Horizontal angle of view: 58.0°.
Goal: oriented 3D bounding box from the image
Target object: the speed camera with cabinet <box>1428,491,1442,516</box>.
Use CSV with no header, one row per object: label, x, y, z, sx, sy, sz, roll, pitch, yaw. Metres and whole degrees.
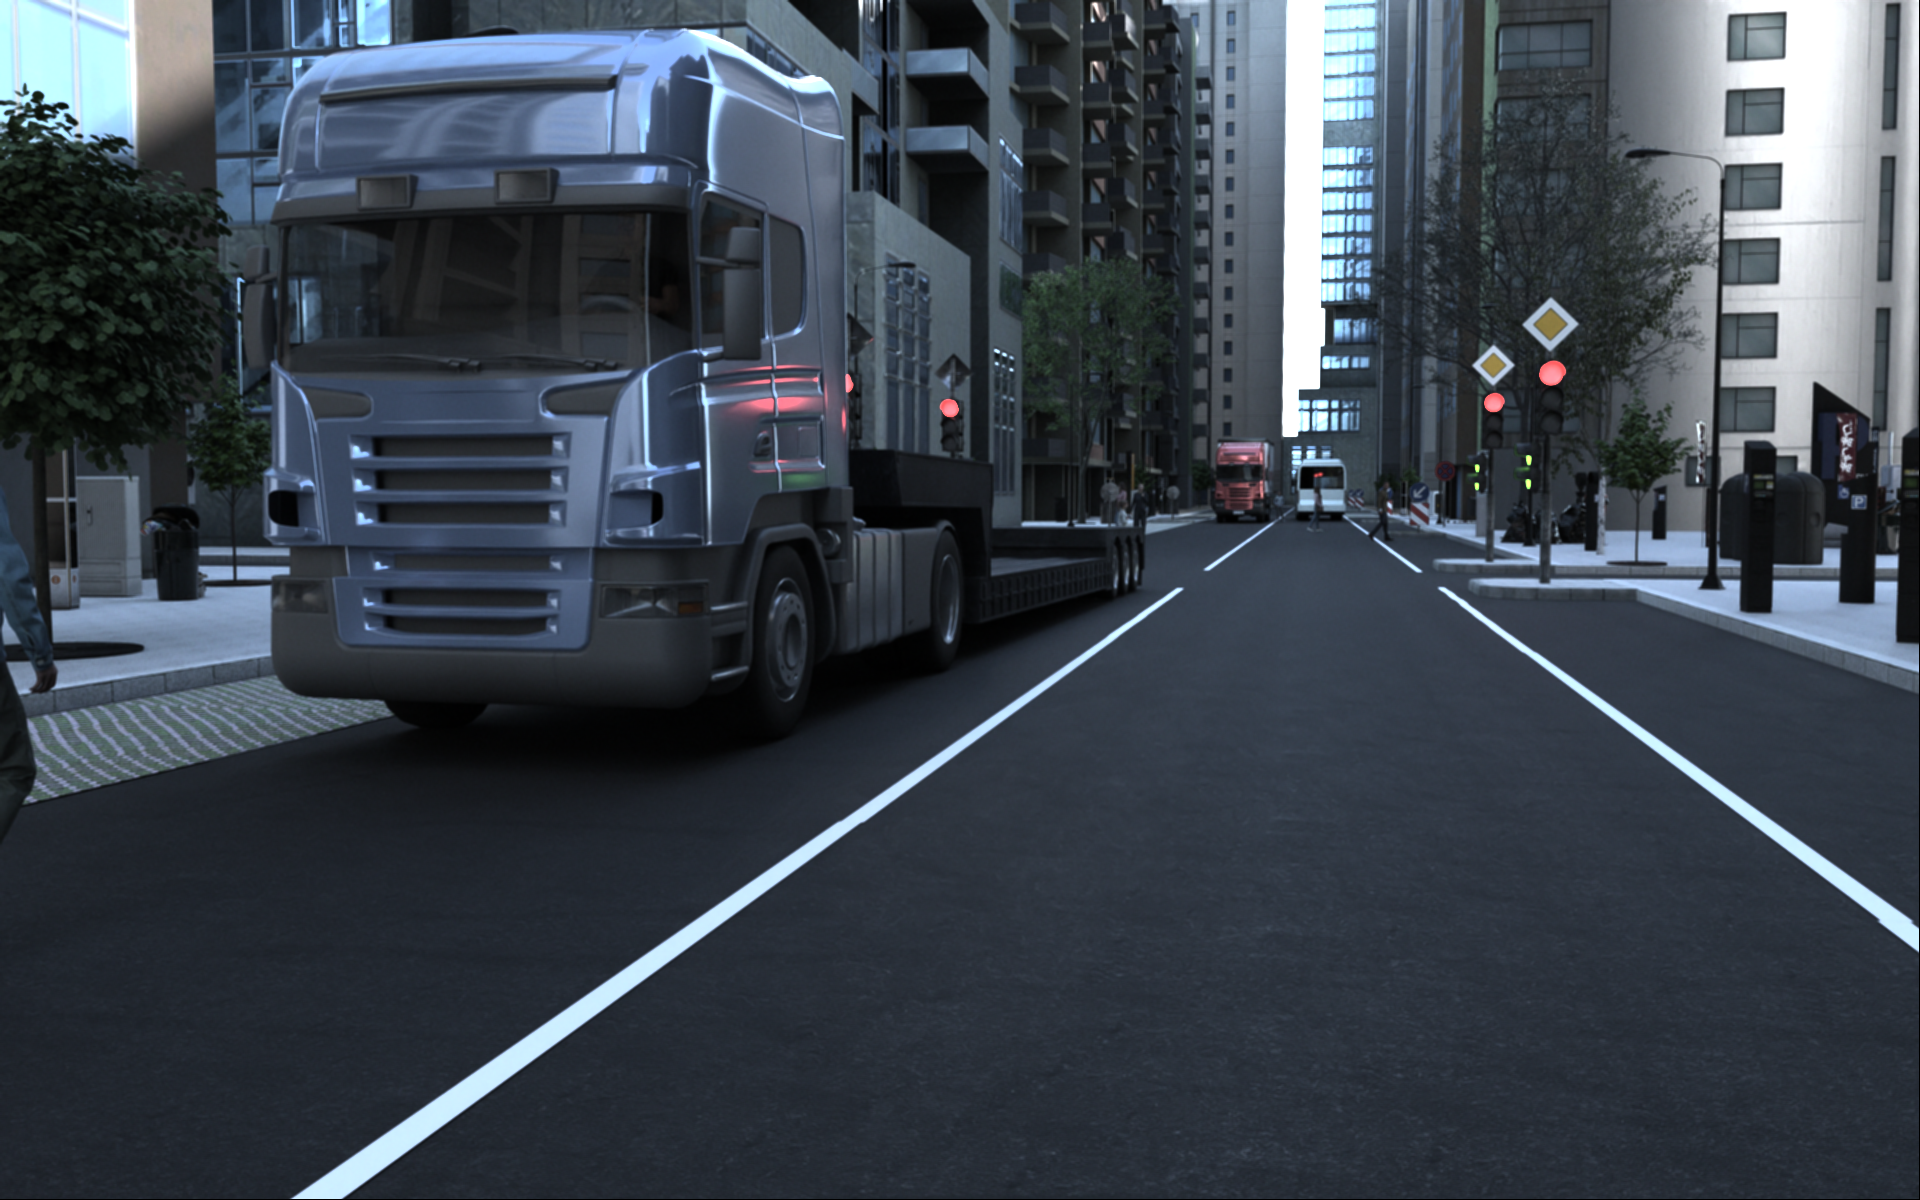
speed camera with cabinet,28.414,-6.542,101.303,2.038,3.252,0.660,-1,4,-17

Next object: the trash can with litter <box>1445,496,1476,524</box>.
trash can with litter,22.102,-3.970,75.963,2.233,1.210,1.678,1,4,20

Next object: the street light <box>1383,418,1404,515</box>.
street light,26.457,-8.142,105.667,1.470,5.913,1.316,1,4,12

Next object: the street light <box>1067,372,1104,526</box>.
street light,4.780,-5.724,66.121,1.470,5.913,1.316,1,4,12

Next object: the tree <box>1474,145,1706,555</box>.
tree,13.382,-5.272,36.553,4.360,8.622,3.978,0,3,0

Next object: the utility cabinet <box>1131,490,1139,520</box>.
utility cabinet,8.769,-4.753,86.389,0.318,1.500,1.173,1,4,17

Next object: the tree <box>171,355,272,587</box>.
tree,-10.167,-1.813,24.250,1.663,3.219,1.824,0,3,0

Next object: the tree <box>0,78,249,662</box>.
tree,-7.286,-1.843,13.846,4.285,4.588,4.351,0,3,0

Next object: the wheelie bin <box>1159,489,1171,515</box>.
wheelie bin,12.870,-6.166,108.715,0.693,1.594,0.980,1,4,22

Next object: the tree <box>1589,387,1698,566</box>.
tree,12.181,-2.250,31.395,1.663,3.219,1.824,0,3,0

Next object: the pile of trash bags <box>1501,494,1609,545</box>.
pile of trash bags,15.554,-2.138,44.707,1.912,1.369,3.447,-1,4,-16

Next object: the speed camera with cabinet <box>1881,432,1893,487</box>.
speed camera with cabinet,29.941,-3.694,54.728,0.660,3.252,2.038,0,4,-3

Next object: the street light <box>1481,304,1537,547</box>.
street light,13.438,-4.273,42.406,1.470,5.913,1.316,1,4,12

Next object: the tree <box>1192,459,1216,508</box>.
tree,21.690,-10.606,157.126,4.285,4.588,4.351,0,3,0

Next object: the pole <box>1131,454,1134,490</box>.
pole,8.736,-5.732,87.566,0.158,3.312,0.155,0,3,0

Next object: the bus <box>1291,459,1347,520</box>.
bus,20.332,-6.321,98.212,2.948,3.499,13.247,1,4,10

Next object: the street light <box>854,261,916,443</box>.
street light,-1.564,-3.809,34.824,1.470,5.913,1.316,1,4,12

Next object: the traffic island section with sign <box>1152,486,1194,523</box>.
traffic island section with sign,10.563,-4.707,85.589,1.989,1.847,2.006,1,4,12

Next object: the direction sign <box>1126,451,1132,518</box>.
direction sign,8.878,-6.062,91.117,0.379,3.537,0.876,-1,4,-11

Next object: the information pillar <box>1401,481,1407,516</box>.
information pillar,25.854,-5.892,100.833,0.304,2.012,0.304,2,4,25

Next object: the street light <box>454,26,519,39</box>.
street light,-5.059,-2.748,17.465,1.470,5.913,1.316,1,4,12

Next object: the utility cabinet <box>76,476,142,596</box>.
utility cabinet,-10.884,-0.796,21.687,1.173,1.500,0.318,1,4,11

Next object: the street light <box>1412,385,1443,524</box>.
street light,19.968,-6.202,73.942,1.470,5.913,1.316,1,4,12

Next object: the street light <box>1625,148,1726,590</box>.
street light,9.626,-3.106,23.324,1.470,5.913,1.316,1,4,12

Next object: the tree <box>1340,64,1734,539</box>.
tree,16.172,-8.478,48.992,12.009,13.543,11.850,0,3,0

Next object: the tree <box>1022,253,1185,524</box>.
tree,5.379,-9.054,73.787,9.928,11.665,9.643,0,3,0

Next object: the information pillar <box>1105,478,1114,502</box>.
information pillar,6.956,-4.654,80.587,0.304,2.012,0.304,3,4,36

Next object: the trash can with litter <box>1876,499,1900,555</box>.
trash can with litter,19.338,-1.542,36.604,1.055,1.170,0.624,0,4,7

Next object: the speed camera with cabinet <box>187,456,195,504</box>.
speed camera with cabinet,-17.723,-2.704,38.551,0.660,3.252,2.038,0,4,-1

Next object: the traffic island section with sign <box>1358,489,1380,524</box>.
traffic island section with sign,20.587,-4.631,84.350,1.989,1.847,2.006,1,4,12

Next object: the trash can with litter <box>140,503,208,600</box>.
trash can with litter,-9.578,-0.598,21.166,0.624,1.170,1.055,-1,4,-15

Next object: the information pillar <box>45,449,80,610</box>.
information pillar,-9.997,-0.900,19.209,0.304,2.012,0.304,-1,4,-8

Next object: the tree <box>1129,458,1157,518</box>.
tree,9.748,-5.998,92.669,1.663,3.219,1.824,0,3,0

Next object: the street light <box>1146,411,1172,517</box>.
street light,11.214,-7.647,97.569,1.470,5.913,1.316,1,4,12

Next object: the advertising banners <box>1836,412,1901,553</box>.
advertising banners,19.732,-2.513,37.268,2.074,3.025,0.090,-1,4,-9

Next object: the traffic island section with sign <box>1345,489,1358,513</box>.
traffic island section with sign,30.411,-7.573,132.451,1.989,1.847,2.006,1,4,12

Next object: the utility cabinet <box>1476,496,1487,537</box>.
utility cabinet,15.665,-2.502,52.066,0.306,1.237,1.020,1,4,18

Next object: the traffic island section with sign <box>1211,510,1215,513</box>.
traffic island section with sign,20.548,-7.694,134.423,1.989,1.847,2.006,1,4,12

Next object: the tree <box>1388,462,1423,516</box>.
tree,26.851,-6.680,103.823,1.663,3.219,1.824,0,3,0

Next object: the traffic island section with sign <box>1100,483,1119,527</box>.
traffic island section with sign,5.102,-3.070,58.823,1.989,1.847,2.006,1,4,12

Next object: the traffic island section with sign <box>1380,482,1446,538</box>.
traffic island section with sign,15.195,-3.013,57.883,1.989,1.847,2.006,1,4,12

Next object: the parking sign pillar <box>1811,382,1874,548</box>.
parking sign pillar,21.168,-3.247,41.560,1.447,3.967,1.447,0,4,3

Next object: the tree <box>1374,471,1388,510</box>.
tree,33.059,-8.477,133.202,1.663,3.219,1.824,0,3,0

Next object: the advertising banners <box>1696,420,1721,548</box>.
advertising banners,18.158,-2.789,41.784,2.074,3.025,0.090,-3,5,-44
